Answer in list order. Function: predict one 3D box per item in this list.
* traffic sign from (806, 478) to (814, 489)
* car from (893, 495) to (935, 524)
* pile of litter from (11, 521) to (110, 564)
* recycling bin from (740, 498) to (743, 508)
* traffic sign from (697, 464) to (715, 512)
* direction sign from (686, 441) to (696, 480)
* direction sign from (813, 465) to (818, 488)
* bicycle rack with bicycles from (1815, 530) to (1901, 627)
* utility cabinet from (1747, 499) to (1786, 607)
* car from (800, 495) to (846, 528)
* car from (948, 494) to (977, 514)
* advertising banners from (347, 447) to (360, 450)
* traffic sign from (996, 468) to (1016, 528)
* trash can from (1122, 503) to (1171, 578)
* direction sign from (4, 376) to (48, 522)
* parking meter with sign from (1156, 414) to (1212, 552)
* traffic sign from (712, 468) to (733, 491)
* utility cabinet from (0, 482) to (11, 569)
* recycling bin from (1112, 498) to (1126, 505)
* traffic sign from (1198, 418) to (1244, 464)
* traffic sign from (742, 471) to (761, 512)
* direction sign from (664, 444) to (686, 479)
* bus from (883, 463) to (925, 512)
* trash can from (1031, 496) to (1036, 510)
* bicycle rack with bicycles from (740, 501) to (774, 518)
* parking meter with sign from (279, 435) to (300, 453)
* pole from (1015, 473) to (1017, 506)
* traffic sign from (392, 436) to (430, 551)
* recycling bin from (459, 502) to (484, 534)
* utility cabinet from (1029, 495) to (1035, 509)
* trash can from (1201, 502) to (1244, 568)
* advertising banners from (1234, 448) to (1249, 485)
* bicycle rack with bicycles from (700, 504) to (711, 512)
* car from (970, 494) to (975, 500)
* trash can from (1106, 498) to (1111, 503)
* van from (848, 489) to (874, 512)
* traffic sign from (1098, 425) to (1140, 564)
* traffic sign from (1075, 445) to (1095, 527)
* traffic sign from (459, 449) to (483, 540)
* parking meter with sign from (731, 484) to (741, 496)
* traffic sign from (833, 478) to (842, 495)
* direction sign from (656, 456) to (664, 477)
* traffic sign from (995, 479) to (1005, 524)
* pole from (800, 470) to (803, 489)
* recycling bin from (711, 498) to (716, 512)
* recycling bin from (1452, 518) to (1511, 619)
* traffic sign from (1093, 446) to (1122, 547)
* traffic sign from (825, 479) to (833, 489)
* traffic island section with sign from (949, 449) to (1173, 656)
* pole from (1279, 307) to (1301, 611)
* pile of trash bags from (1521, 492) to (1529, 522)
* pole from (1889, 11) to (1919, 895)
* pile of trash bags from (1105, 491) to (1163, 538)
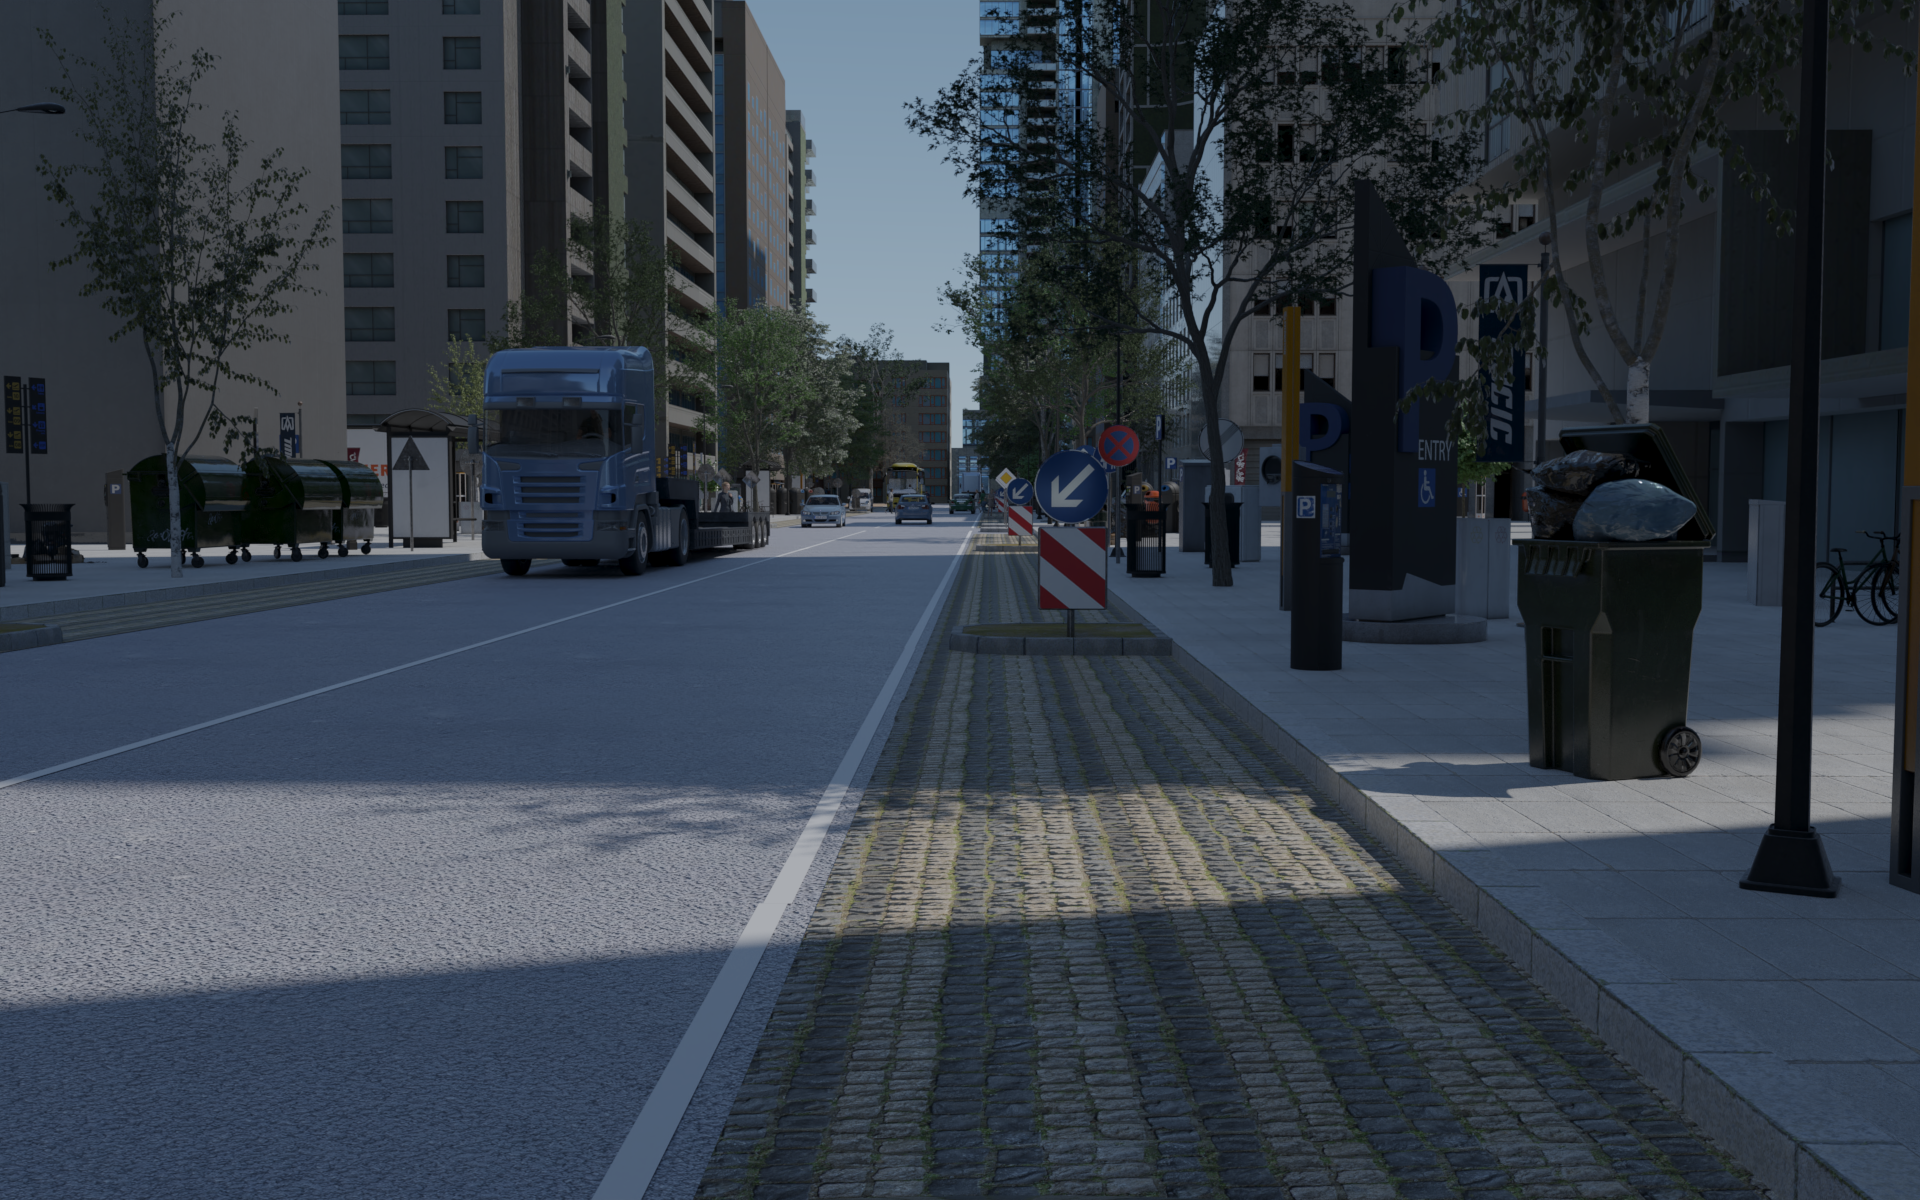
[{"bbox_3d":[-11.820,-8.312,136.006,0.768,2.556,0.104,0,4,1],"label":"traffic sign"},{"bbox_3d":[-2.207,-4.348,83.085,2.014,1.417,4.499,0,4,0],"label":"car"},{"bbox_3d":[-16.800,-1.108,32.080,1.719,0.858,1.176,0,4,4],"label":"pile of litter"},{"bbox_3d":[-13.688,-5.667,105.209,0.722,1.027,0.722,3,5,41],"label":"recycling bin"},{"bbox_3d":[-10.745,-4.477,73.309,0.768,2.556,0.104,0,4,6],"label":"traffic sign"},{"bbox_3d":[-11.384,-5.030,74.241,0.379,3.537,0.876,0,4,-3],"label":"direction sign"},{"bbox_3d":[-10.435,-8.141,125.099,0.379,3.537,0.876,-2,4,-31],"label":"direction sign"},{"bbox_3d":[9.474,-0.195,16.569,2.925,0.926,2.852,0,4,-3],"label":"bicycle rack with bicycles"},{"bbox_3d":[9.419,-0.555,20.231,0.306,1.237,1.020,1,4,19],"label":"utility cabinet"},{"bbox_3d":[-5.909,-3.864,75.186,2.014,1.417,4.499,0,4,-1],"label":"car"},{"bbox_3d":[0.169,-6.947,125.380,2.131,1.459,4.920,0,4,2],"label":"car"},{"bbox_3d":[-23.516,-4.204,64.919,2.074,3.025,0.090,0,4,-7],"label":"advertising banners"},{"bbox_3d":[1.751,-3.798,65.740,0.795,2.450,0.064,0,4,1],"label":"traffic sign"},{"bbox_3d":[2.873,-0.920,26.688,0.748,1.137,0.748,0,3,0],"label":"trash can"},{"bbox_3d":[-18.065,-2.542,33.555,0.379,3.537,0.876,2,4,23],"label":"direction sign"},{"bbox_3d":[5.229,-2.568,38.243,1.738,3.016,0.543,0,4,-6],"label":"parking meter with sign"},{"bbox_3d":[-9.041,-3.811,65.949,0.795,2.450,0.064,0,4,1],"label":"traffic sign"},{"bbox_3d":[-16.632,-1.258,29.249,1.173,1.500,0.318,1,4,15],"label":"utility cabinet"},{"bbox_3d":[9.517,-5.585,103.870,0.722,1.027,0.722,-1,4,-9],"label":"recycling bin"},{"bbox_3d":[4.390,-1.780,29.213,0.768,2.556,0.104,0,4,3],"label":"traffic sign"},{"bbox_3d":[-8.900,-4.299,73.933,0.795,2.450,0.064,0,4,1],"label":"traffic sign"},{"bbox_3d":[-12.667,-5.248,77.797,0.876,3.537,0.379,0,4,5],"label":"direction sign"},{"bbox_3d":[-4.363,-9.083,140.057,2.896,3.916,12.252,0,4,2],"label":"bus"},{"bbox_3d":[6.127,-7.952,141.669,0.748,1.137,0.748,0,3,0],"label":"trash can"},{"bbox_3d":[-11.441,-4.959,94.454,2.852,0.926,2.925,-2,4,-34],"label":"bicycle rack with bicycles"},{"bbox_3d":[-19.520,-3.283,49.933,0.543,3.016,1.738,0,4,-7],"label":"parking meter with sign"},{"bbox_3d":[4.671,-9.221,144.609,0.158,3.312,0.155,0,3,0],"label":"pole"},{"bbox_3d":[-12.256,-2.364,38.663,0.884,2.594,0.081,1,4,8],"label":"traffic sign"},{"bbox_3d":[-15.757,-2.649,55.863,0.722,1.027,0.722,-1,4,-21],"label":"recycling bin"},{"bbox_3d":[5.851,-8.142,144.287,1.020,1.237,0.306,1,4,9],"label":"utility cabinet"},{"bbox_3d":[4.558,-1.128,30.096,0.748,1.137,0.748,0,3,0],"label":"trash can"},{"bbox_3d":[9.927,-4.266,65.944,2.074,3.025,0.090,0,4,4],"label":"advertising banners"},{"bbox_3d":[-16.077,-6.461,119.024,2.925,0.926,2.852,2,4,26],"label":"bicycle rack with bicycles"},{"bbox_3d":[0.982,-10.823,186.749,2.009,1.686,4.222,0,4,3],"label":"car"},{"bbox_3d":[4.808,-2.930,59.567,0.748,1.137,0.748,0,3,0],"label":"trash can"},{"bbox_3d":[-7.708,-7.833,135.080,2.013,2.044,4.112,0,4,1],"label":"van"},{"bbox_3d":[2.922,-1.946,31.928,0.768,2.556,0.104,0,4,5],"label":"traffic sign"},{"bbox_3d":[3.273,-2.751,45.092,0.768,2.556,0.104,0,4,6],"label":"traffic sign"},{"bbox_3d":[-13.519,-2.929,47.995,0.768,2.556,0.104,1,4,10],"label":"traffic sign"},{"bbox_3d":[-16.637,-8.081,128.392,1.738,3.016,0.543,-1,4,-20],"label":"parking meter with sign"},{"bbox_3d":[-9.832,-8.508,139.217,0.768,2.556,0.104,0,4,2],"label":"traffic sign"},{"bbox_3d":[-17.823,-6.833,103.720,0.876,3.537,0.379,-3,5,-44],"label":"direction sign"},{"bbox_3d":[1.892,-4.286,73.724,0.795,2.450,0.064,0,4,1],"label":"traffic sign"},{"bbox_3d":[-11.075,-7.774,120.954,0.158,3.312,0.155,0,3,0],"label":"pole"},{"bbox_3d":[-16.334,-6.390,117.028,0.722,1.027,0.722,2,4,31],"label":"recycling bin"},{"bbox_3d":[5.203,-0.332,17.979,0.722,1.027,0.722,-2,4,-31],"label":"recycling bin"},{"bbox_3d":[3.600,-2.555,41.878,0.768,2.556,0.104,1,4,11],"label":"traffic sign"},{"bbox_3d":[-11.308,-9.120,149.225,0.768,2.556,0.104,1,4,9],"label":"traffic sign"},{"bbox_3d":[0.903,-0.463,16.202,1.989,1.847,2.006,0,4,1],"label":"traffic island section with sign"},{"bbox_3d":[3.617,-1.537,18.980,0.158,3.312,0.155,0,3,0],"label":"pole"},{"bbox_3d":[27.566,-4.273,79.614,3.447,1.369,1.912,1,4,10],"label":"pile of trash bags"},{"bbox_3d":[3.140,-0.714,5.525,0.158,3.312,0.155,0,3,0],"label":"pole"},{"bbox_3d":[5.127,-2.505,50.702,1.912,1.369,3.447,-1,4,-16],"label":"pile of trash bags"}]
